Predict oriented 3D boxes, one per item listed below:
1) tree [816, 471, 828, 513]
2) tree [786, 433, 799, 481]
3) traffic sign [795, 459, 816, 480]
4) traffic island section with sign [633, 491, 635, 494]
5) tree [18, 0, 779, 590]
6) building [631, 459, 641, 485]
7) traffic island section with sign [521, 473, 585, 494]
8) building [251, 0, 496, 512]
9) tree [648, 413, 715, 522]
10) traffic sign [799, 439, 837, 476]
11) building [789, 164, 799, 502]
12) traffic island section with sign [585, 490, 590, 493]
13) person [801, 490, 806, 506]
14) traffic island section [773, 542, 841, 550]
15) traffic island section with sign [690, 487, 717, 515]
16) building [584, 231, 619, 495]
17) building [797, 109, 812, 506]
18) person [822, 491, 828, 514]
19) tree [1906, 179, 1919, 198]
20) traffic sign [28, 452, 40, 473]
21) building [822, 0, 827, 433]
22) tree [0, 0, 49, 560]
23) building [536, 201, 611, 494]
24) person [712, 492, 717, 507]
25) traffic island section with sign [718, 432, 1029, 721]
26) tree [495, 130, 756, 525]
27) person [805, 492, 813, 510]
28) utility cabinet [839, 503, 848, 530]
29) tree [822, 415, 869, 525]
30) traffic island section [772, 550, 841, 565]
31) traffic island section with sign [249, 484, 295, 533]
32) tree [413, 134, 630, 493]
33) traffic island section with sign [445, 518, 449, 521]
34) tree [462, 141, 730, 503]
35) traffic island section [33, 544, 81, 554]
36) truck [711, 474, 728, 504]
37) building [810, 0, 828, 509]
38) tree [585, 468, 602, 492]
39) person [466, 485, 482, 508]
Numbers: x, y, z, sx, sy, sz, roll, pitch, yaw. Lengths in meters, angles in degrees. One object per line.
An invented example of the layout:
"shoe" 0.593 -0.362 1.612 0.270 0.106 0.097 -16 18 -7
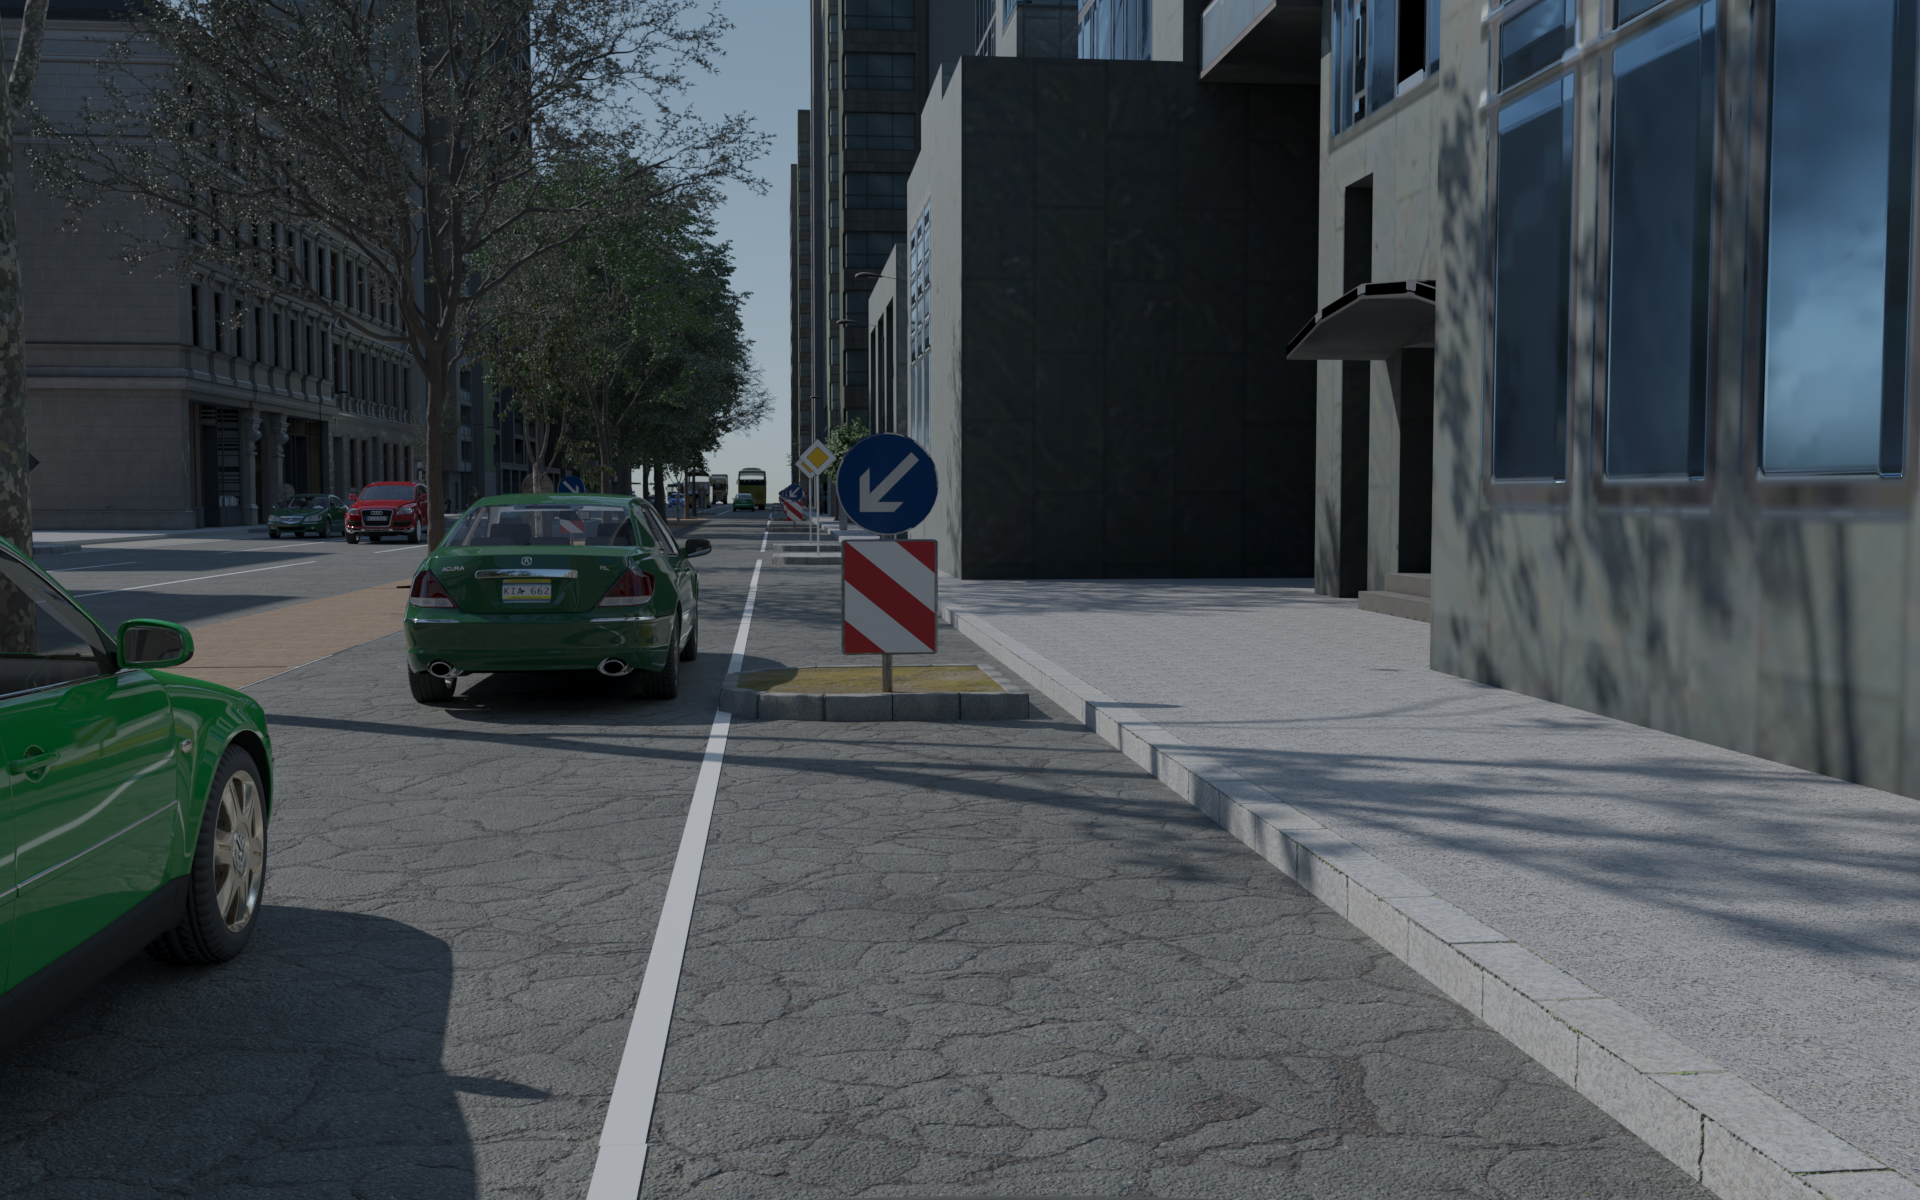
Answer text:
"tree" -8.701 -7.369 115.090 1.663 3.219 1.824 0 3 0
"tree" -18.247 -15.425 202.560 4.360 8.622 3.978 0 3 0
"traffic sign" -3.811 -2.578 44.346 0.795 2.593 0.064 0 4 -6
"traffic island section with sign" -42.195 -13.137 223.423 1.989 1.847 2.006 0 4 -6
"tree" -7.974 -6.922 26.000 12.009 13.543 11.850 0 3 0
"building" -58.268 -36.487 251.186 22.147 44.769 28.867 0 4 -6
"traffic island section with sign" -8.892 -1.710 36.101 2.006 1.907 1.989 0 4 -6
"building" -41.403 -26.848 122.553 14.154 41.232 14.086 0 4 -6
"tree" -14.445 -8.295 88.435 4.737 8.622 4.395 0 3 0
"traffic sign" -2.966 -2.093 36.406 0.795 2.593 0.064 0 4 -6
"building" -12.959 -37.840 242.383 21.300 48.544 21.600 0 4 -6
"traffic island section with sign" -36.367 -9.791 168.713 1.989 1.847 2.006 0 4 -6
"person" -16.356 -10.627 180.737 0.756 1.711 0.436 2 4 30
"traffic island section" -3.788 -1.355 44.431 2.009 0.180 2.903 0 4 -6
"traffic island section with sign" -17.624 -6.731 118.185 2.006 1.907 1.989 0 4 -6
"building" -51.990 -33.417 229.958 14.154 41.232 14.086 0 4 -6
"building" -10.548 -30.856 188.085 14.154 41.232 14.086 0 4 -6
"person" -8.776 -6.482 112.041 0.660 1.820 0.620 -3 4 -37
"tree" 2.956 -0.559 3.737 1.663 3.219 1.824 0 3 0
"traffic sign" -22.900 -2.456 42.343 0.795 2.593 0.064 0 4 -6
"building" 2.738 -33.640 139.249 28.713 52.752 27.495 0 4 -6
"tree" -5.376 -9.324 10.800 12.611 20.169 13.585 0 3 0
"building" -59.372 -31.679 209.826 32.217 40.220 23.993 0 4 -6
"person" -27.987 -11.480 197.116 0.541 1.710 0.530 1 4 15
"traffic island section with sign" -0.648 -0.200 11.890 1.989 1.847 2.006 0 4 -6
"tree" -11.713 -9.257 60.470 9.857 13.997 8.962 0 3 0
"person" -12.272 -8.014 140.304 0.697 1.427 0.421 2 4 25
"utility cabinet" -4.172 -3.264 62.048 0.318 1.500 1.173 0 4 -4
"tree" -4.175 -5.365 71.431 4.285 4.588 4.351 0 3 0
"traffic island section" -2.944 -0.869 36.491 2.009 0.180 2.903 0 4 -6
"traffic island section with sign" -25.308 -3.433 64.755 1.989 1.847 2.006 0 4 -6
"tree" -8.525 -5.012 34.759 4.360 8.622 3.978 0 3 0
"traffic island section with sign" -28.164 -5.074 91.595 1.989 1.847 2.006 0 4 -6
"tree" -10.400 -7.469 50.338 9.928 11.665 9.643 0 3 0
"traffic island section" -22.923 -1.231 42.408 2.009 0.180 2.903 0 4 -6
"truck" -34.233 -15.718 245.902 2.839 4.237 11.283 0 4 -7
"building" -3.793 -38.186 166.338 21.231 58.520 28.212 0 4 -6
"tree" -41.640 -12.862 194.006 4.285 4.588 4.351 0 3 0
"person" -21.116 -4.086 75.218 0.836 1.842 0.656 2 4 27
